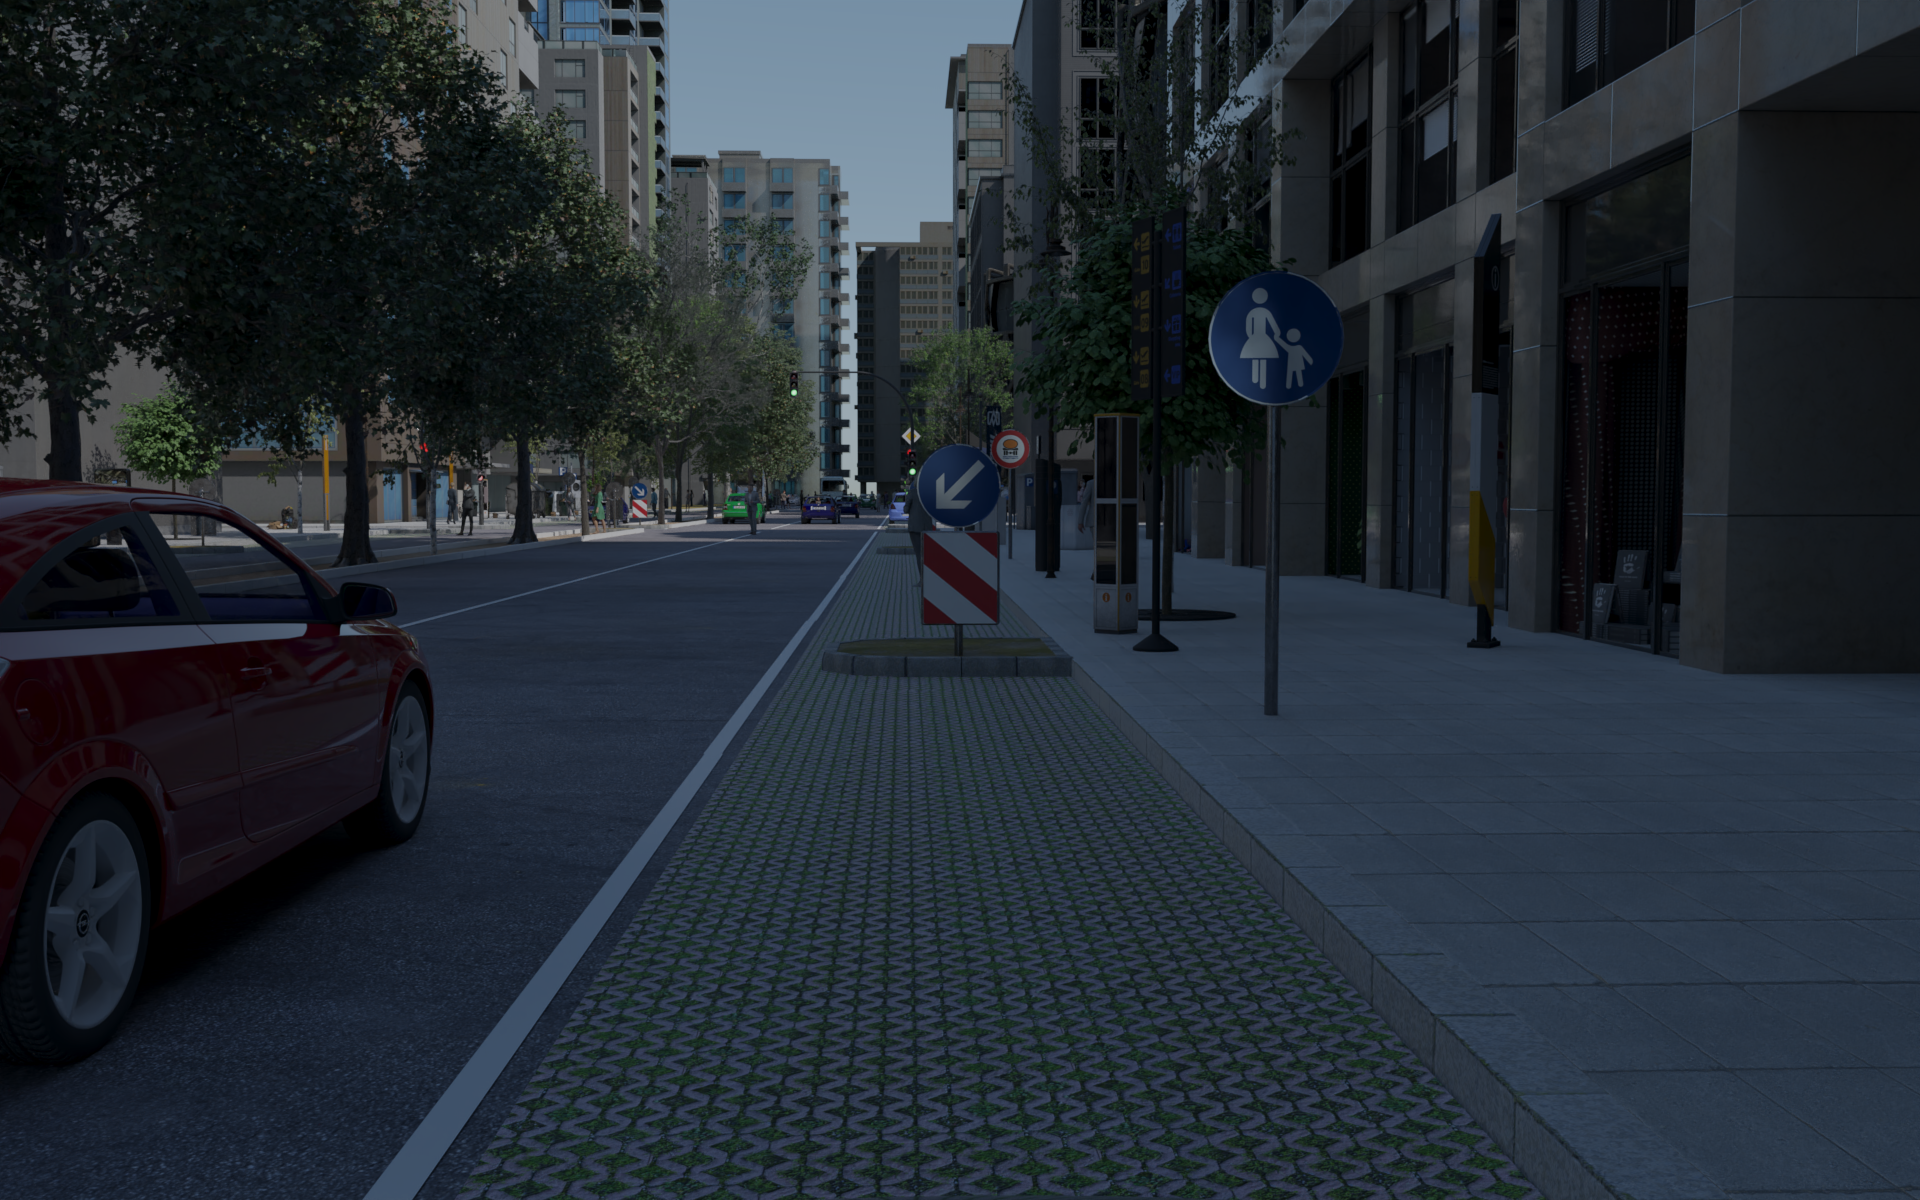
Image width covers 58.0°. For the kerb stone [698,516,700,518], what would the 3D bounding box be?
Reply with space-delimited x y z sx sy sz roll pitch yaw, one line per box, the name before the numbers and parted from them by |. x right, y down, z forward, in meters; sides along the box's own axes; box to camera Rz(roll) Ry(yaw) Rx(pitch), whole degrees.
kerb stone | -15.073 -4.673 98.606 0.120 0.150 1.000 0 4 -2

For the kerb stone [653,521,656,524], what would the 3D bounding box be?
kerb stone | -14.512 -3.608 81.188 0.120 0.150 1.000 0 4 -2

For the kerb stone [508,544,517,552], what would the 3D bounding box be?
kerb stone | -11.174 -1.258 42.761 0.120 0.150 1.000 0 4 -2

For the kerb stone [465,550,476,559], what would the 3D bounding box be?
kerb stone | -11.041 -1.008 38.672 0.120 0.150 1.000 0 4 -2

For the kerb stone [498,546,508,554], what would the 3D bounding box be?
kerb stone | -11.137 -1.189 41.741 0.120 0.150 1.000 0 4 -2

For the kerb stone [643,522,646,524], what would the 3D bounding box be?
kerb stone | -14.415 -3.419 78.101 0.120 0.150 1.000 0 4 -2

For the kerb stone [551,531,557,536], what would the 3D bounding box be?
kerb stone | -13.773 -2.191 58.143 0.120 0.150 1.000 0 4 -2

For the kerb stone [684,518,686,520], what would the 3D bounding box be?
kerb stone | -14.881 -4.294 92.459 0.120 0.150 1.000 0 4 -2

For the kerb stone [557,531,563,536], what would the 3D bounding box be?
kerb stone | -13.803 -2.261 59.164 0.120 0.150 1.000 0 4 -2

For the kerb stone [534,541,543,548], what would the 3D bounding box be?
kerb stone | -11.275 -1.445 45.829 0.120 0.150 1.000 0 4 -2

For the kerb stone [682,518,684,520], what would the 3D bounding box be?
kerb stone | -14.846 -4.234 91.434 0.120 0.150 1.000 0 4 -2

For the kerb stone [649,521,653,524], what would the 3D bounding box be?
kerb stone | -14.482 -3.544 80.161 0.120 0.150 1.000 0 4 -2

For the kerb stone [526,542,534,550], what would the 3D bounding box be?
kerb stone | -11.244 -1.379 44.804 0.120 0.150 1.000 0 4 -2

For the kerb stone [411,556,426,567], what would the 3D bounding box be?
kerb stone | -10.915 -0.758 34.581 0.120 0.150 1.000 0 4 -2

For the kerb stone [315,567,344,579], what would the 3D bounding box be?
kerb stone | -10.736 -0.443 29.445 0.120 0.150 1.000 0 4 -2

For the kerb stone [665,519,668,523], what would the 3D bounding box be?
kerb stone | -14.648 -3.859 85.291 0.120 0.150 1.000 0 4 -2

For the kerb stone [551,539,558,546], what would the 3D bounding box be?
kerb stone | -11.338 -1.569 47.887 0.120 0.150 1.000 0 4 -2

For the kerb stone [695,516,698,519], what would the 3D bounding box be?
kerb stone | -15.033 -4.611 97.585 0.120 0.150 1.000 0 4 -2

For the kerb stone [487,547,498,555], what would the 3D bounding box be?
kerb stone | -11.101 -1.133 40.719 0.120 0.150 1.000 0 4 -2

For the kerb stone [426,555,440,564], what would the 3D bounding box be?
kerb stone | -10.938 -0.820 35.608 0.120 0.150 1.000 0 4 -2

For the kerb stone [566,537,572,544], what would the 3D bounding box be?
kerb stone | -11.406 -1.696 49.929 0.120 0.150 1.000 0 4 -2

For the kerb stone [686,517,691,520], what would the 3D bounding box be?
kerb stone | -14.939 -4.421 94.507 0.120 0.150 1.000 0 4 -2

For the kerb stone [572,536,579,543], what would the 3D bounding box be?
kerb stone | -11.441 -1.759 50.953 0.120 0.150 1.000 0 4 -2

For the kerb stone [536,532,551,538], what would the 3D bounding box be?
kerb stone | -13.736 -2.136 57.121 0.120 0.150 1.000 0 4 -2

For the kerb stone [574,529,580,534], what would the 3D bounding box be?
kerb stone | -13.902 -2.447 62.235 0.120 0.150 1.000 0 4 -2

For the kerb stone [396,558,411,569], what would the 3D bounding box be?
kerb stone | -10.878 -0.694 33.546 0.120 0.150 1.000 0 4 -2

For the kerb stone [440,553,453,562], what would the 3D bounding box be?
kerb stone | -10.974 -0.881 36.629 0.120 0.150 1.000 0 4 -2

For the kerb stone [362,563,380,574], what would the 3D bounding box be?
kerb stone | -10.812 -0.567 31.488 0.120 0.150 1.000 0 4 -2

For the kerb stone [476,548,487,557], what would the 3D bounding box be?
kerb stone | -11.075 -1.070 39.697 0.120 0.150 1.000 0 4 -2

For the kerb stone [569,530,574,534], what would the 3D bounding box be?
kerb stone | -13.876 -2.386 61.211 0.120 0.150 1.000 0 4 -2

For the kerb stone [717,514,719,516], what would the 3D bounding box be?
kerb stone | -15.402 -5.297 108.863 0.120 0.150 1.000 0 4 -2

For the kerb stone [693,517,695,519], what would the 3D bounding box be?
kerb stone | -15.015 -4.548 96.562 0.120 0.150 1.000 0 4 -2

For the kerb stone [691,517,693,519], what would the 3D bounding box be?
kerb stone | -14.978 -4.485 95.532 0.120 0.150 1.000 0 4 -2

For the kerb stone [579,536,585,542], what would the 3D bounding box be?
kerb stone | -11.472 -1.821 51.974 0.120 0.150 1.000 0 4 -2

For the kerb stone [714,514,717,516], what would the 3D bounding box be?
kerb stone | -15.377 -5.238 107.840 0.120 0.150 1.000 0 4 -2

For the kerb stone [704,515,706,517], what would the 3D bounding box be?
kerb stone | -15.180 -4.862 101.681 0.120 0.150 1.000 0 4 -2

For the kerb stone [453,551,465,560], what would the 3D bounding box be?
kerb stone | -11.015 -0.945 37.650 0.120 0.150 1.000 0 4 -2

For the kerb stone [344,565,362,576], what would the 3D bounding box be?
kerb stone | -10.779 -0.504 30.467 0.120 0.150 1.000 0 4 -2

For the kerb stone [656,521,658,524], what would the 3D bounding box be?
kerb stone | -14.549 -3.669 82.218 0.120 0.150 1.000 0 4 -2

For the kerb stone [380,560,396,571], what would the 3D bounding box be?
kerb stone | -10.845 -0.626 32.521 0.120 0.150 1.000 0 4 -2

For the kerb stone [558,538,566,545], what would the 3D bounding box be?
kerb stone | -11.368 -1.634 48.908 0.120 0.150 1.000 0 4 -2

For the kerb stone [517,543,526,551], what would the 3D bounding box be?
kerb stone | -11.214 -1.320 43.783 0.120 0.150 1.000 0 4 -2

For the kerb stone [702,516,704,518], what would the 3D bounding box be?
kerb stone | -15.137 -4.799 100.659 0.120 0.150 1.000 0 4 -2

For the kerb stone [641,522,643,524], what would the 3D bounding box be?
kerb stone | -14.379 -3.350 77.080 0.120 0.150 1.000 0 4 -2

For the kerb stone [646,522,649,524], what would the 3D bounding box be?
kerb stone | -14.446 -3.481 79.127 0.120 0.150 1.000 0 4 -2

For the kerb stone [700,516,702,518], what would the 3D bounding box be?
kerb stone | -15.113 -4.731 99.633 0.120 0.150 1.000 0 4 -2

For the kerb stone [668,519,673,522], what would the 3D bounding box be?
kerb stone | -14.710 -3.983 87.335 0.120 0.150 1.000 0 4 -2

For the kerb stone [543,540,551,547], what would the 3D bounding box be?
kerb stone | -11.308 -1.508 46.851 0.120 0.150 1.000 0 4 -2

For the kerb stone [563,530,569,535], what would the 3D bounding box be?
kerb stone | -13.841 -2.324 60.190 0.120 0.150 1.000 0 4 -2

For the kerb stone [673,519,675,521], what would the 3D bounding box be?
kerb stone | -14.742 -4.047 88.357 0.120 0.150 1.000 0 4 -2
